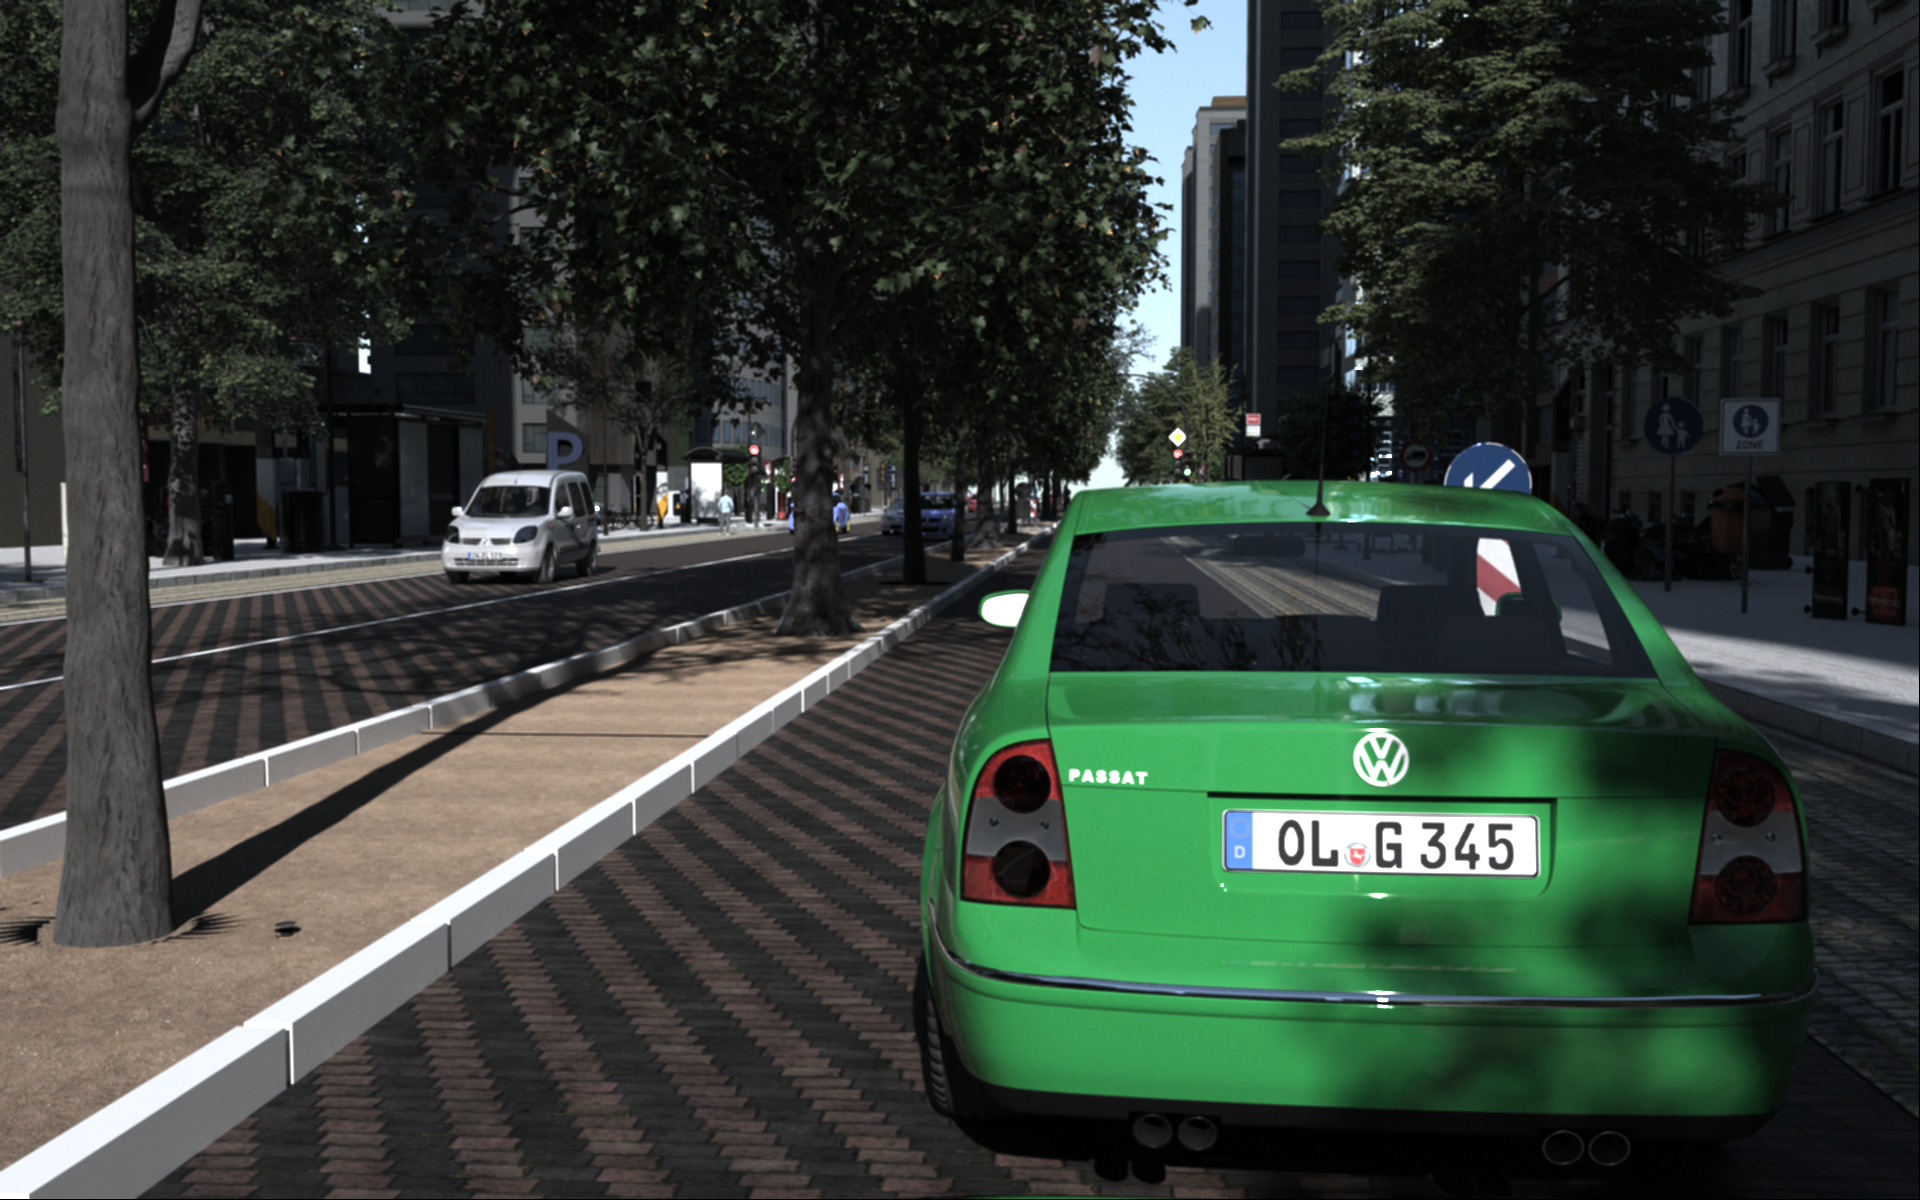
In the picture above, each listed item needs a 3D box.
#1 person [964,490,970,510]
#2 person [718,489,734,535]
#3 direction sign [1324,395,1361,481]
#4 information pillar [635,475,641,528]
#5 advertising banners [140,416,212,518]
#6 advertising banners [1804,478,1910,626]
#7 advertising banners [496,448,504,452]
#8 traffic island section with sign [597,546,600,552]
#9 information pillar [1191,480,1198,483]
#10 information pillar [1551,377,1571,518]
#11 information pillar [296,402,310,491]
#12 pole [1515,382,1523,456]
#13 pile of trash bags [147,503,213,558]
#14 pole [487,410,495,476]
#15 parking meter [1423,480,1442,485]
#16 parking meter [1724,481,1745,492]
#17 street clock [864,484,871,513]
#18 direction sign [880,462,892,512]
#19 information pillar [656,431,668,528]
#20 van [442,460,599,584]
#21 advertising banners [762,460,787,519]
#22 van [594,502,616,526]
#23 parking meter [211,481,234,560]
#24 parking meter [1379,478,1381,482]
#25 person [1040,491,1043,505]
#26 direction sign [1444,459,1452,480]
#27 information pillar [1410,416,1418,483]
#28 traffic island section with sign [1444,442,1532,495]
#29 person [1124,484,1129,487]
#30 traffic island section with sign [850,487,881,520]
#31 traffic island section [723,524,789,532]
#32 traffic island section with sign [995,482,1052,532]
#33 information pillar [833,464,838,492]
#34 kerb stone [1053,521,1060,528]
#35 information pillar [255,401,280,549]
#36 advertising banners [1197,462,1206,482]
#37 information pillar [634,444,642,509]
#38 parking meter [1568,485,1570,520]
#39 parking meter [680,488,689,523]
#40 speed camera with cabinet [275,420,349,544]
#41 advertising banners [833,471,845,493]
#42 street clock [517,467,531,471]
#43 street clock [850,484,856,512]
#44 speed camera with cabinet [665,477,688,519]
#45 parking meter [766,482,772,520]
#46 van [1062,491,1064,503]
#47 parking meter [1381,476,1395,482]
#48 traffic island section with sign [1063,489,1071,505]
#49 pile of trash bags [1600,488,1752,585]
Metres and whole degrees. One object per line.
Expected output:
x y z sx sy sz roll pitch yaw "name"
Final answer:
0.633 -9.184 158.522 0.599 1.838 0.709 1 4 20 "person"
-8.129 -3.052 60.216 0.589 1.601 0.330 1 4 19 "person"
8.790 -2.927 39.851 0.876 3.537 0.379 -1 4 -11 "direction sign"
-12.131 -3.746 65.736 0.304 2.012 0.304 1 4 22 "information pillar"
-17.789 -2.626 39.123 0.090 3.025 2.074 3 5 43 "advertising banners"
9.105 -1.272 16.991 0.090 3.025 2.074 -1 4 -14 "advertising banners"
-17.606 -4.193 64.742 0.090 3.025 2.074 1 4 18 "advertising banners"
-9.918 -2.062 42.347 1.989 1.847 2.006 0 4 5 "traffic island section with sign"
12.004 -5.151 88.703 0.304 2.012 0.304 2 4 29 "information pillar"
11.956 -2.637 34.475 0.504 3.616 0.183 -3 4 -39 "information pillar"
-15.346 -3.004 40.475 0.183 3.616 0.504 0 4 6 "information pillar"
10.149 -2.314 31.679 0.158 3.312 0.155 0 3 0 "pole"
-17.015 -1.603 35.965 3.447 1.369 1.912 1 4 16 "pile of trash bags"
-11.455 -2.967 42.347 0.158 3.312 0.155 0 3 0 "pole"
8.644 -1.421 31.641 0.372 1.533 0.369 0 3 0 "parking meter"
14.867 -1.521 33.278 0.372 1.533 0.369 0 3 0 "parking meter"
-6.390 -7.061 120.017 0.471 2.002 0.358 0 4 -4 "street clock"
-5.244 -7.977 122.413 0.876 3.537 0.379 0 4 3 "direction sign"
-11.123 -4.480 64.596 0.504 3.616 0.183 2 4 32 "information pillar"
-7.287 -1.339 28.912 2.013 2.044 4.112 0 4 3 "van"
-9.090 -5.658 88.693 2.074 3.025 0.090 0 4 -3 "advertising banners"
-16.153 -3.905 70.854 4.112 2.044 2.013 0 4 5 "van"
-14.361 -1.549 33.738 0.372 1.533 0.369 0 3 0 "parking meter"
15.696 -3.568 64.046 0.399 1.863 0.255 0 4 7 "parking meter"
11.391 -14.005 237.420 1.348 1.831 0.705 3 5 44 "person"
31.455 -7.276 110.967 0.876 3.537 0.379 0 4 6 "direction sign"
11.901 -3.308 45.439 0.183 3.616 0.504 2 4 28 "information pillar"
4.027 -0.337 14.142 1.989 1.847 2.006 0 4 5 "traffic island section with sign"
5.976 -3.259 61.967 0.419 1.800 0.721 1 4 12 "person"
-5.387 -5.430 97.411 1.989 1.847 2.006 0 4 5 "traffic island section with sign"
-7.893 -2.733 66.964 2.009 0.180 2.903 0 4 5 "traffic island section"
2.379 -3.561 66.356 2.006 1.907 1.989 0 4 5 "traffic island section with sign"
-9.735 -8.766 134.675 0.504 3.616 0.183 0 4 -7 "information pillar"
4.305 -3.339 76.789 0.120 0.150 1.000 0 4 5 "kerb stone"
-16.119 -2.991 40.257 0.504 3.616 0.183 1 4 17 "information pillar"
14.119 -6.097 95.877 2.074 3.025 0.090 0 4 6 "advertising banners"
-14.986 -5.460 80.631 0.183 3.616 0.504 2 4 32 "information pillar"
16.926 -2.460 48.632 0.372 1.533 0.369 0 3 0 "parking meter"
-12.214 -4.180 76.751 0.372 1.533 0.369 0 3 0 "parking meter"
-16.864 -3.094 44.920 2.038 3.252 0.660 -3 5 -42 "speed camera with cabinet"
-9.829 -8.409 133.676 2.074 3.025 0.090 -1 4 -19 "advertising banners"
-11.711 -2.571 46.608 0.471 2.002 0.358 -1 4 -17 "street clock"
-7.811 -7.438 126.188 0.358 2.002 0.471 -3 4 -36 "street clock"
-14.620 -5.942 91.488 0.660 3.252 2.038 3 5 44 "speed camera with cabinet"
-9.494 -4.927 86.263 0.255 1.863 0.399 -1 4 -13 "parking meter"
12.659 -13.194 222.724 2.013 2.044 4.112 0 4 3 "van"
13.761 -3.048 55.539 0.255 1.863 0.399 2 4 26 "parking meter"
9.158 -8.593 148.624 2.006 1.907 1.989 0 4 5 "traffic island section with sign"
10.821 -0.979 25.755 1.912 1.369 3.447 0 3 0 "pile of trash bags"
